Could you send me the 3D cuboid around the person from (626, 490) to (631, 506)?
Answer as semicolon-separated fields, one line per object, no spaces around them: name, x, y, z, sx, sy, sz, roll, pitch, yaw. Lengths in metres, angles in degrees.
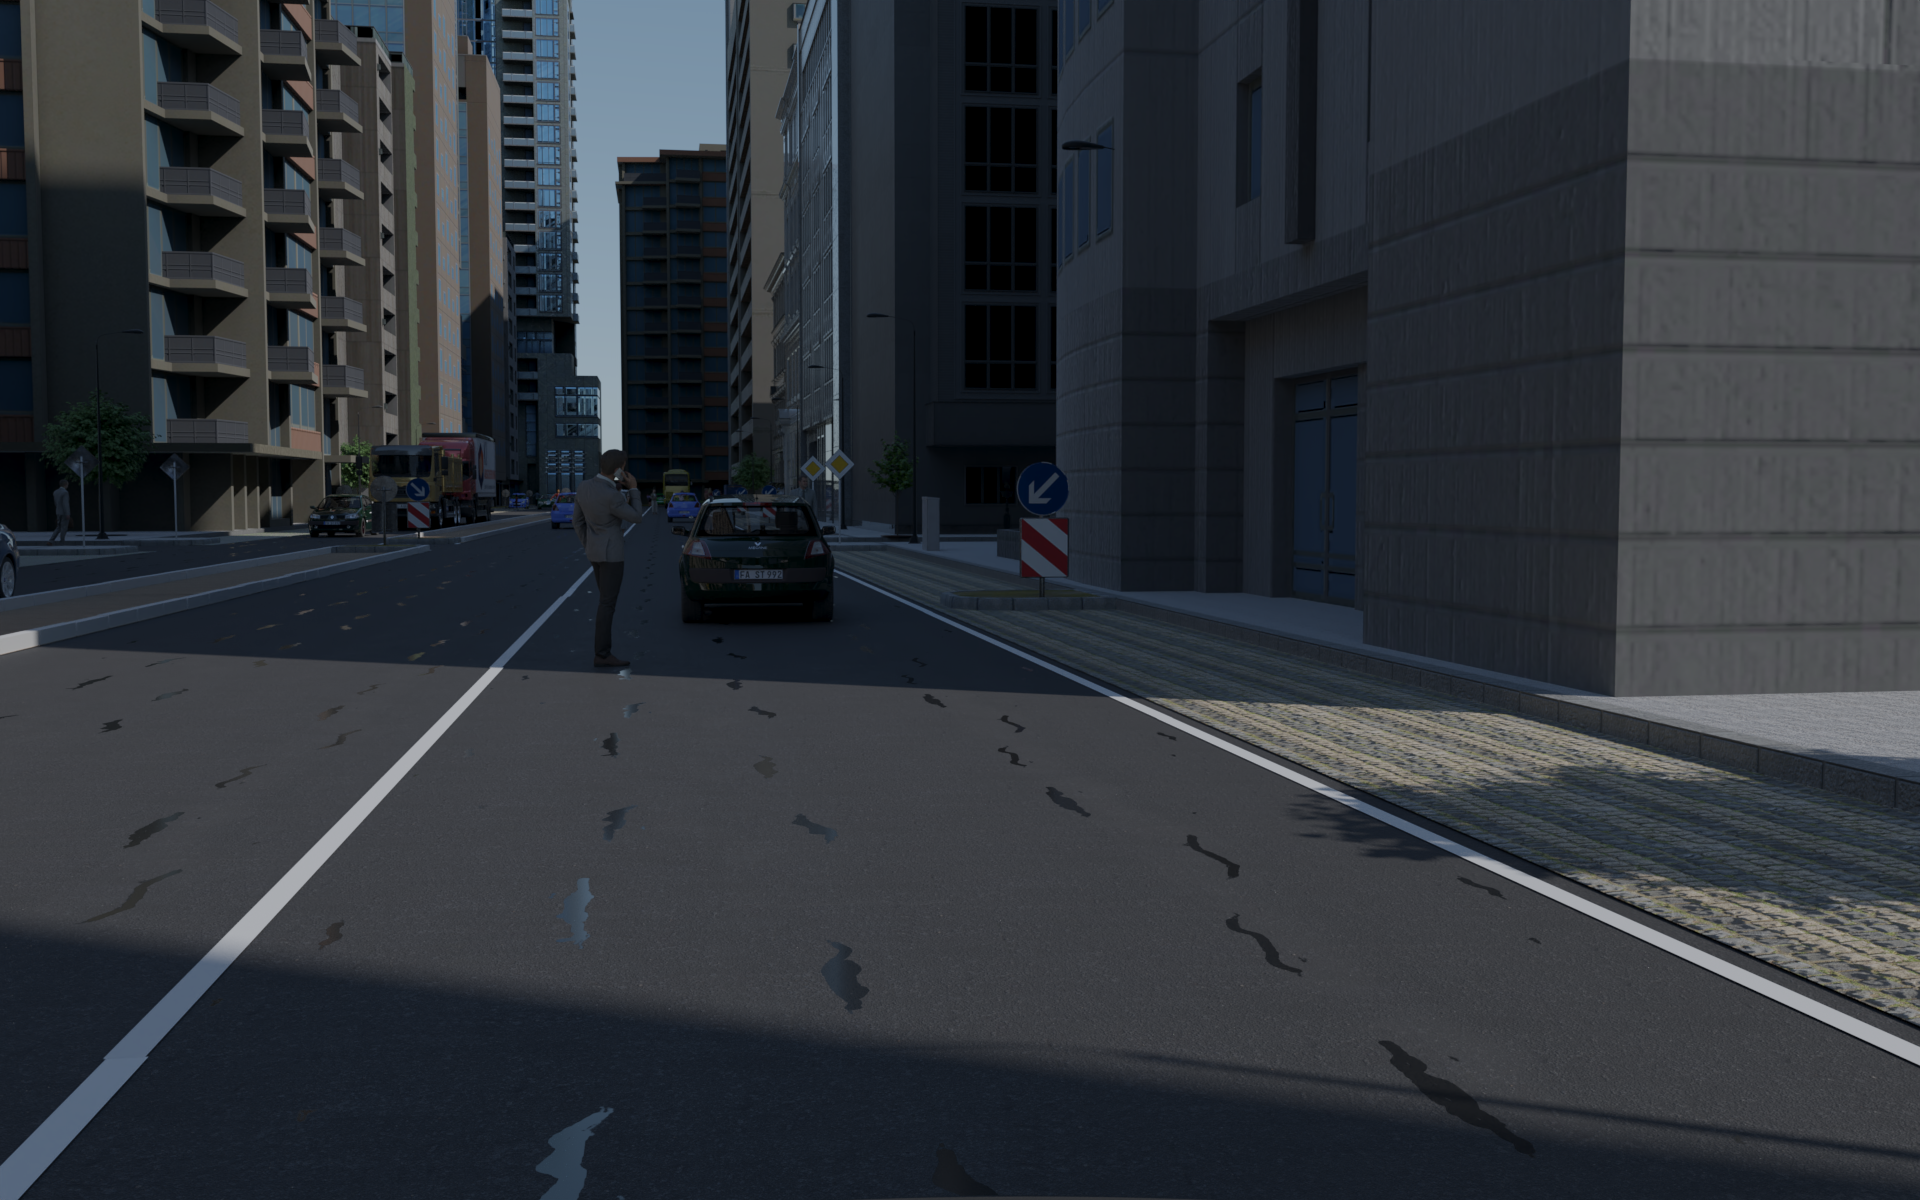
person;-27.347;-8.160;142.647;0.721;1.736;1.217;-2;4;-34

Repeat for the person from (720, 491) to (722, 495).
person;-26.849;-11.402;193.928;0.415;1.643;0.593;1;4;22

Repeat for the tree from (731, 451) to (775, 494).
tree;-15.359;-8.928;129.694;4.285;4.588;4.351;0;3;0

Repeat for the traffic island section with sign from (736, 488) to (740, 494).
traffic island section with sign;-13.219;-5.828;103.913;1.989;1.847;2.006;-1;4;-10

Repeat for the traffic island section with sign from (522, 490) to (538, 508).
traffic island section with sign;-43.870;-10.278;176.667;1.989;1.847;2.006;-1;4;-10

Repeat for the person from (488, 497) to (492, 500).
person;-42.473;-9.176;155.935;0.709;1.838;0.599;3;5;43

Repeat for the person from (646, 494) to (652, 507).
person;-34.587;-11.061;192.585;0.697;1.427;0.421;2;4;28

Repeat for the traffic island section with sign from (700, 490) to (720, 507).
traffic island section with sign;-26.260;-10.480;179.967;1.989;1.847;2.006;-1;4;-10

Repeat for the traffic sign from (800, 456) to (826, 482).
traffic sign;-4.421;-3.069;52.365;0.795;2.593;0.064;-1;4;-10

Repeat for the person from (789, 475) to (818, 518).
person;-3.160;-1.586;34.531;0.635;1.810;0.391;-1;4;-16

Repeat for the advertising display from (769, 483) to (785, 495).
advertising display;-10.237;-5.606;96.866;0.974;1.923;0.123;-3;5;-39

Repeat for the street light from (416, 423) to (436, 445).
street light;-34.744;-8.565;112.581;1.470;5.913;1.316;-1;4;-10

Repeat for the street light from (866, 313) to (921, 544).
street light;-1.704;-4.409;44.630;1.470;5.913;1.316;-1;4;-10

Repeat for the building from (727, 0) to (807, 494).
building;-10.741;-33.044;163.971;21.300;48.544;21.600;-1;4;-10

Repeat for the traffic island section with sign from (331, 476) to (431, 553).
traffic island section with sign;-14.361;-2.126;42.893;2.006;1.907;1.989;-1;4;-10

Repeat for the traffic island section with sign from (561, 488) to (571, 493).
traffic island section with sign;-28.304;-7.102;124.257;2.006;1.907;1.989;-1;4;-10

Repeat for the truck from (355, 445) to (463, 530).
truck;-22.220;-4.579;70.790;3.469;3.379;9.791;-1;4;-9

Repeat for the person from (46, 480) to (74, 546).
person;-23.593;-2.259;45.549;0.709;1.813;0.853;2;4;28

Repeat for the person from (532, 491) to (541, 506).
person;-46.742;-11.193;191.483;1.348;1.826;0.705;-1;4;-9

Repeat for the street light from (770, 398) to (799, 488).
street light;-8.375;-6.793;83.598;1.470;5.913;1.316;-1;4;-10

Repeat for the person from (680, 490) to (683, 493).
person;-22.014;-7.818;136.997;0.551;1.740;0.621;0;4;1

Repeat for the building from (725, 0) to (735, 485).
building;-14.835;-39.561;188.822;21.231;58.520;28.212;-1;4;-10

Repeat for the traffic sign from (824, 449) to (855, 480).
traffic sign;-3.072;-2.587;44.494;0.795;2.593;0.064;-1;4;-10

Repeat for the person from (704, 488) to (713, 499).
person;-16.378;-6.378;112.757;0.580;1.828;0.573;0;4;4

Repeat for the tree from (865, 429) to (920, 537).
tree;-1.998;-3.485;51.575;1.663;3.219;1.824;0;3;0

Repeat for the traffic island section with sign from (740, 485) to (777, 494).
traffic island section with sign;-8.662;-4.203;77.344;1.989;1.847;2.006;-1;4;-10

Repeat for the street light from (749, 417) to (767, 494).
street light;-11.955;-8.081;104.673;1.470;5.913;1.316;-1;4;-10

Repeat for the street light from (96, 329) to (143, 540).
street light;-23.728;-4.671;48.912;1.470;5.913;1.316;-1;4;-10

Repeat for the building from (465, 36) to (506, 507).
building;-53.419;-31.988;173.122;14.600;45.320;14.200;-1;4;-10

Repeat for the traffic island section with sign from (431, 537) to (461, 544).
traffic island section with sign;-15.603;-2.572;50.195;2.006;1.907;1.989;-1;4;-10

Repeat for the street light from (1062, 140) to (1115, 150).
street light;2.022;-3.086;22.989;1.470;5.913;1.316;-1;4;-10

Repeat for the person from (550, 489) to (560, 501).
person;-31.617;-7.824;136.379;1.348;1.831;0.705;-2;4;-28

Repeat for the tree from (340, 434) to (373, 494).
tree;-33.058;-6.801;94.903;4.285;4.588;4.351;0;3;0

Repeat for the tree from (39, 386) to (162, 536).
tree;-26.247;-4.238;53.005;4.285;4.588;4.351;0;3;0

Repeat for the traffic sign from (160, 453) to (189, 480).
traffic sign;-22.358;-2.883;49.323;0.795;2.593;0.064;-1;4;-10

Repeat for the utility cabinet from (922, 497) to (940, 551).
utility cabinet;-0.658;-1.733;39.502;0.306;1.237;1.020;0;4;-8

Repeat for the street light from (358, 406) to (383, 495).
street light;-31.033;-7.252;91.115;1.470;5.913;1.316;-1;4;-10

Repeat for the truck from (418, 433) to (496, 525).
truck;-23.635;-5.652;81.327;2.839;4.237;11.283;-1;4;-9

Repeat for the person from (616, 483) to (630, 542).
person;-10.090;-2.595;51.502;0.480;1.755;0.524;0;4;3

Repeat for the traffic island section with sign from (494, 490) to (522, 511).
traffic island section with sign;-39.319;-8.653;150.098;1.989;1.847;2.006;-1;4;-10

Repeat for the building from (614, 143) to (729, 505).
building;-30.282;-34.551;219.531;28.867;44.769;22.147;-1;4;-10

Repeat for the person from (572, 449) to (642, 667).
person;-2.931;-0.353;14.447;0.473;1.802;0.592;-2;4;-32

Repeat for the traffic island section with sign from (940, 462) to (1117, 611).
traffic island section with sign;0.796;-0.825;22.117;1.989;1.847;2.006;-1;4;-10

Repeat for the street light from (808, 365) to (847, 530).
street light;-4.768;-5.504;62.528;1.470;5.913;1.316;-1;4;-10

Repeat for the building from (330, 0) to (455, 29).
building;-45.208;-29.265;128.590;14.600;45.320;14.200;-1;4;-10

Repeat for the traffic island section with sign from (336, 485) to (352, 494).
traffic island section with sign;-26.218;-3.980;73.693;1.989;1.847;2.006;-1;4;-10

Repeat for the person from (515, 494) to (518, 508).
person;-39.031;-8.598;152.340;0.557;1.426;1.065;-1;4;-10

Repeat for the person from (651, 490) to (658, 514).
person;-21.589;-6.931;122.374;0.519;1.759;0.362;-3;5;-43

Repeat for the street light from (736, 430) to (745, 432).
street light;-15.627;-9.400;126.225;1.470;5.913;1.316;-1;4;-10

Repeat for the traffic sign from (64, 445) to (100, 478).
traffic sign;-21.009;-2.401;41.453;0.795;2.593;0.064;-1;4;-10

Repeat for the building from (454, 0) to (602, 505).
building;-60.463;-55.075;213.141;31.000;86.520;22.319;-1;4;-10
